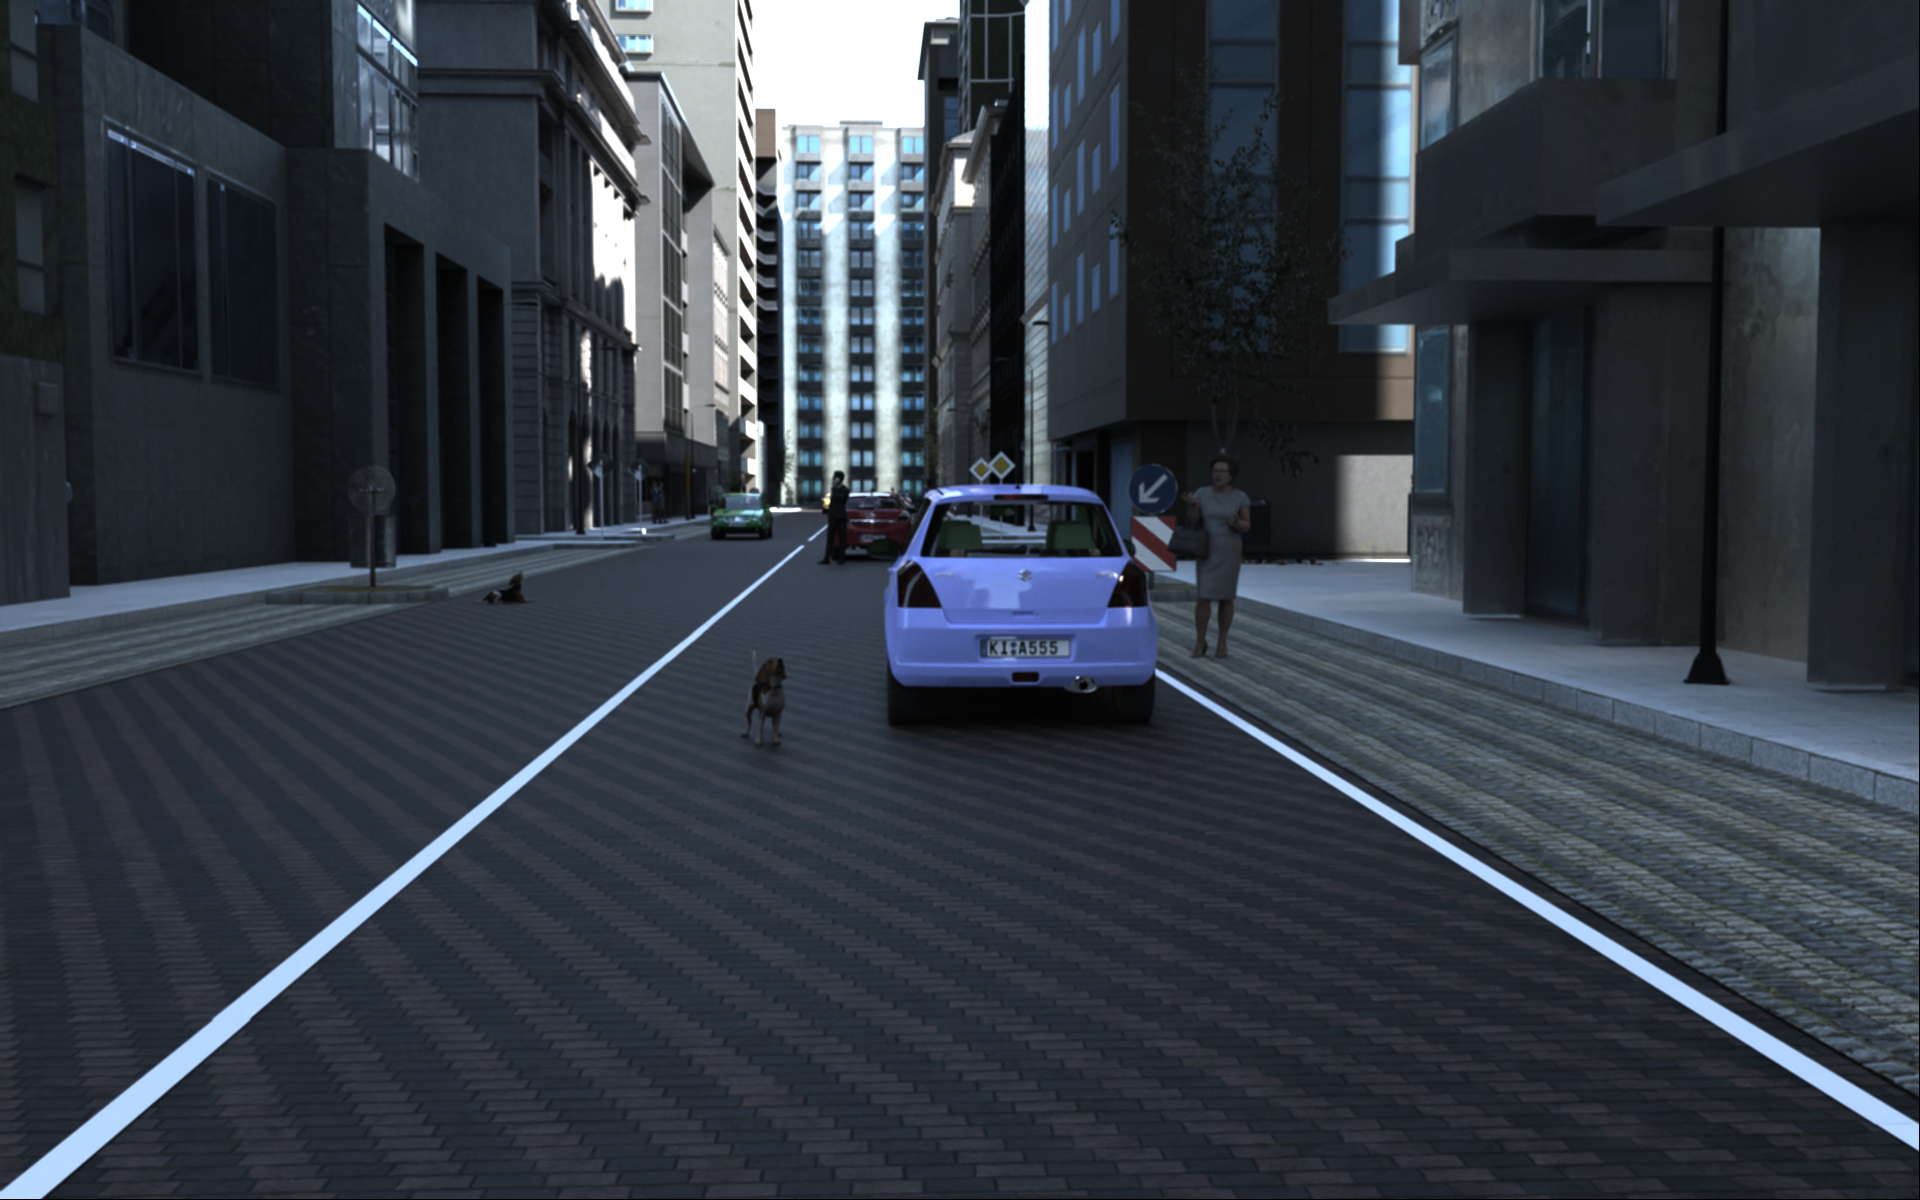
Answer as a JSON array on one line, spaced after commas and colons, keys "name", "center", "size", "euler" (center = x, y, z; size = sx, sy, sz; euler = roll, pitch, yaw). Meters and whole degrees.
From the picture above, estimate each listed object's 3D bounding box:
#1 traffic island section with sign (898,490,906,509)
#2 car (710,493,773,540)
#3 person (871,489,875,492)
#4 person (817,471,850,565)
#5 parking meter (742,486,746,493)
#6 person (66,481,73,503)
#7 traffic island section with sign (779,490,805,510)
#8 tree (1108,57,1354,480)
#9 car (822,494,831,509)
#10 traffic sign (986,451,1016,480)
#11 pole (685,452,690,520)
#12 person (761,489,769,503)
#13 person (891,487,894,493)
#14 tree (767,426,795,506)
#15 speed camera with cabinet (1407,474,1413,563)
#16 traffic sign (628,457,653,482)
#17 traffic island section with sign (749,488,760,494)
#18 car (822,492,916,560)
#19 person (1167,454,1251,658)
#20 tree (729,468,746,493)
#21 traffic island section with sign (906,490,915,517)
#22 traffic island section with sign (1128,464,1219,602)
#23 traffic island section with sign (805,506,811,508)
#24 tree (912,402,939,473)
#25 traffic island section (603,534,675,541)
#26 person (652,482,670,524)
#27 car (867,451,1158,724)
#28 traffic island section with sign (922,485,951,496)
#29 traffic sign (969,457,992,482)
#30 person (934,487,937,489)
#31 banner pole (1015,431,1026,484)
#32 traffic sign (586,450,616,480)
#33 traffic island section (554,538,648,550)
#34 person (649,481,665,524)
[{"name": "traffic island section with sign", "center": [-6.355, -10.715, 183.810], "size": [1.989, 1.847, 2.006], "euler": [0, 4, -3]}, {"name": "car", "center": [-7.026, -2.881, 55.899], "size": [1.959, 1.807, 4.718], "euler": [0, 4, -3]}, {"name": "person", "center": [-4.739, -5.109, 92.874], "size": [0.643, 1.720, 0.563], "euler": [-2, 4, -35]}, {"name": "person", "center": [-2.543, -1.676, 35.269], "size": [0.648, 1.900, 0.474], "euler": [3, 5, 41]}, {"name": "parking meter", "center": [-15.225, -7.118, 122.092], "size": [0.255, 1.863, 0.399], "euler": [-1, 4, -13]}, {"name": "person", "center": [-11.724, -0.970, 22.166], "size": [0.793, 1.790, 0.793], "euler": [3, 5, 42]}, {"name": "traffic island section with sign", "center": [-15.247, -8.999, 155.758], "size": [1.989, 1.847, 2.006], "euler": [0, 4, -3]}, {"name": "tree", "center": [4.554, -4.839, 29.475], "size": [4.360, 8.622, 3.978], "euler": [0, 3, 0]}, {"name": "car", "center": [-11.215, -8.739, 153.098], "size": [2.015, 1.641, 3.980], "euler": [0, 4, -3]}, {"name": "traffic sign", "center": [1.129, -2.720, 46.655], "size": [0.795, 2.593, 0.064], "euler": [0, 4, -3]}, {"name": "pole", "center": [-13.279, -5.538, 84.387], "size": [0.158, 3.312, 0.155], "euler": [0, 3, 0]}, {"name": "person", "center": [-13.764, -6.913, 121.699], "size": [0.661, 1.801, 0.590], "euler": [0, 4, -7]}, {"name": "person", "center": [-4.061, -5.945, 105.574], "size": [0.818, 1.842, 0.514], "euler": [0, 4, -6]}, {"name": "tree", "center": [-19.415, -14.427, 186.240], "size": [4.360, 8.622, 3.978], "euler": [0, 3, 0]}, {"name": "speed camera with cabinet", "center": [8.434, -2.257, 31.232], "size": [0.660, 3.252, 2.038], "euler": [1, 4, 12]}, {"name": "traffic sign", "center": [-9.987, -3.173, 54.067], "size": [0.795, 2.593, 0.064], "euler": [0, 4, -3]}, {"name": "traffic island section with sign", "center": [-12.526, -5.954, 105.968], "size": [1.989, 1.847, 2.006], "euler": [0, 4, -3]}, {"name": "car", "center": [-2.034, -1.837, 39.074], "size": [2.155, 1.783, 4.494], "euler": [0, 4, -5]}, {"name": "person", "center": [2.149, -0.377, 15.021], "size": [0.716, 1.782, 0.532], "euler": [1, 4, 14]}, {"name": "tree", "center": [-16.769, -8.192, 128.535], "size": [1.663, 3.219, 1.824], "euler": [0, 3, 0]}, {"name": "traffic island section with sign", "center": [-2.117, -5.979, 106.388], "size": [1.989, 1.847, 2.006], "euler": [0, 4, -3]}, {"name": "traffic island section with sign", "center": [2.411, -0.926, 23.767], "size": [1.989, 1.847, 2.006], "euler": [0, 4, -3]}, {"name": "traffic island section with sign", "center": [-16.717, -10.645, 182.673], "size": [1.989, 1.847, 2.006], "euler": [0, 4, -3]}, {"name": "tree", "center": [-1.382, -11.314, 135.353], "size": [4.737, 8.622, 4.395], "euler": [0, 3, 0]}, {"name": "traffic island section", "center": [-10.010, -1.948, 54.132], "size": [2.009, 0.180, 2.903], "euler": [0, 4, -3]}, {"name": "person", "center": [-12.940, -4.213, 75.030], "size": [0.767, 1.812, 0.694], "euler": [0, 4, -1]}, {"name": "car", "center": [0.315, -0.154, 12.102], "size": [1.945, 1.707, 3.694], "euler": [0, 4, -3]}, {"name": "traffic island section with sign", "center": [-0.624, -4.321, 79.275], "size": [1.989, 1.847, 2.006], "euler": [0, 4, -3]}, {"name": "traffic sign", "center": [0.692, -3.207, 54.629], "size": [0.795, 2.593, 0.064], "euler": [0, 4, -3]}, {"name": "person", "center": [-2.087, -8.670, 147.435], "size": [0.705, 1.869, 1.348], "euler": [0, 4, -8]}, {"name": "banner pole", "center": [2.448, -4.802, 68.530], "size": [0.863, 3.779, 0.401], "euler": [1, 4, 10]}, {"name": "traffic sign", "center": [-9.551, -2.685, 46.093], "size": [0.795, 2.593, 0.064], "euler": [0, 4, -3]}, {"name": "traffic island section", "center": [-9.574, -1.460, 46.159], "size": [2.009, 0.180, 2.903], "euler": [0, 4, -3]}, {"name": "person", "center": [-12.924, -4.167, 73.979], "size": [0.655, 1.846, 0.447], "euler": [-3, 4, -38]}]
